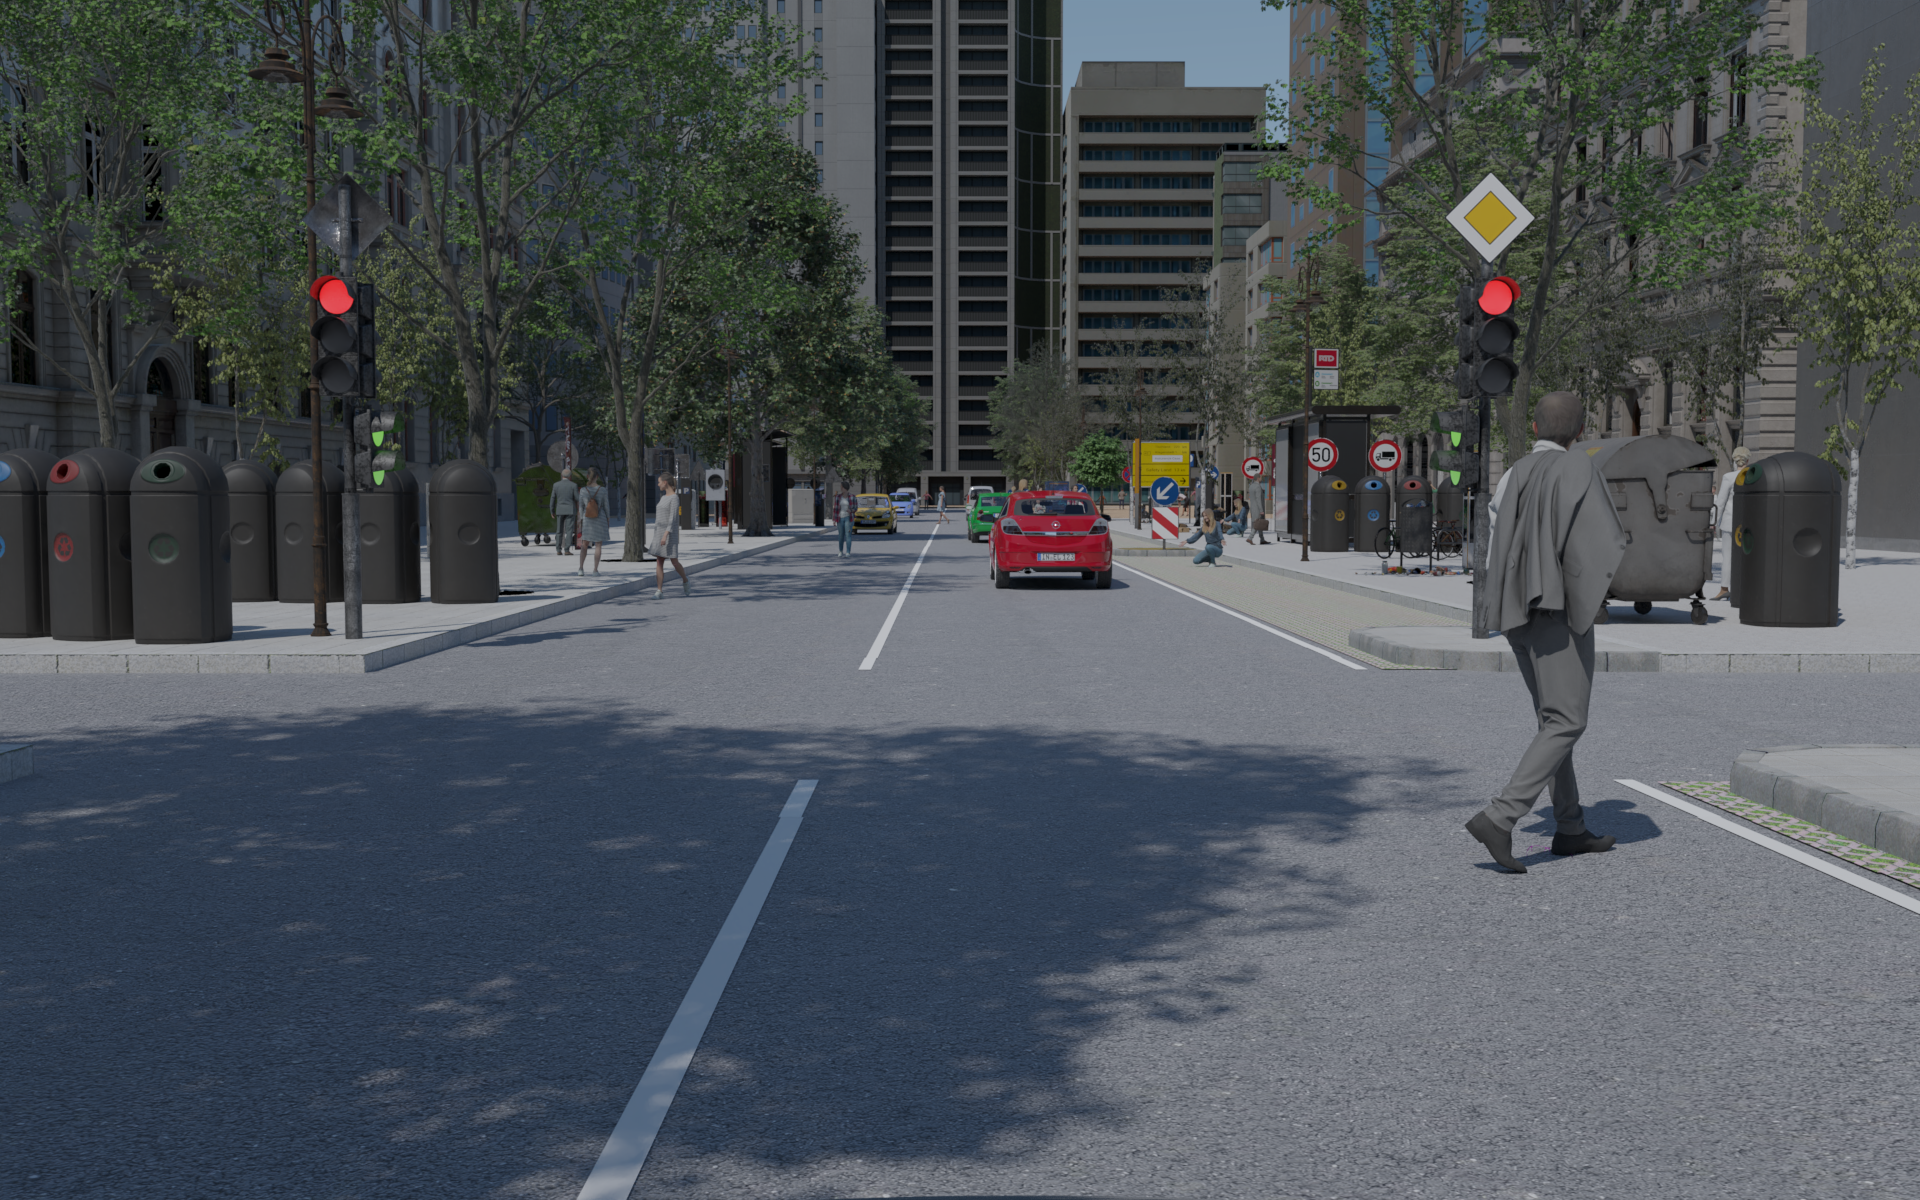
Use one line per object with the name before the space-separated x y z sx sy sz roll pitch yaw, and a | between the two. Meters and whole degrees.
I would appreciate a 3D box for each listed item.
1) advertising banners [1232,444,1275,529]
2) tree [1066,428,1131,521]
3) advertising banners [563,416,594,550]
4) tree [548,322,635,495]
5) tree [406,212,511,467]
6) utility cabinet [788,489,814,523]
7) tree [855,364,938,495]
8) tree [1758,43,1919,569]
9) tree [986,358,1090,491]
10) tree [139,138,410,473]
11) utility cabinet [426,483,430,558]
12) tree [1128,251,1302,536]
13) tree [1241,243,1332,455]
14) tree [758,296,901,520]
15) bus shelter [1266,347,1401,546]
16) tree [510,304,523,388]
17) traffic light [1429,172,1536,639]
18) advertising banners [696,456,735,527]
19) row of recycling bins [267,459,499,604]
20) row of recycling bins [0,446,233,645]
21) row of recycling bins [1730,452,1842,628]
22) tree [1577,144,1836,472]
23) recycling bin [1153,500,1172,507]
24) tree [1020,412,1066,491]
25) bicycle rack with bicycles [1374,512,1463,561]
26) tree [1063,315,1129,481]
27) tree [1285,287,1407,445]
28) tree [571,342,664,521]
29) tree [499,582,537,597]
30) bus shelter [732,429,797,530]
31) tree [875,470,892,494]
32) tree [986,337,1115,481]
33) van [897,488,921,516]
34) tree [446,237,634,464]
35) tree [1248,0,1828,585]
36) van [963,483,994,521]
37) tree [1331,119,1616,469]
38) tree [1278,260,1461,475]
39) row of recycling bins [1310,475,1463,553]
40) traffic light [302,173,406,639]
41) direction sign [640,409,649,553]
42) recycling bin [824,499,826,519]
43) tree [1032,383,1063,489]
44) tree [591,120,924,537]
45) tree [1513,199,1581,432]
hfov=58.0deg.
advertising banners | 10.336 -3.913 60.159 2.074 3.025 0.090 -1 4 -13
tree | 6.933 -6.137 84.060 4.285 4.588 4.351 0 3 0
advertising banners | -8.792 -2.673 39.897 0.090 3.025 2.074 0 4 5
tree | -15.137 -7.484 72.723 4.360 8.622 3.978 0 3 0
tree | -14.332 -5.650 42.732 4.737 8.622 4.395 0 3 0
utility cabinet | -6.909 -4.086 75.493 1.173 1.500 0.318 -3 5 -40
tree | -7.240 -15.971 167.779 9.857 13.997 8.962 0 3 0
tree | 15.455 -4.834 29.402 4.737 8.622 4.395 0 3 0
tree | 7.069 -15.613 161.928 9.857 13.997 8.962 0 3 0
tree | -14.885 -5.265 36.440 4.737 8.622 4.395 0 3 0
utility cabinet | -10.082 -1.551 34.031 0.318 1.500 1.173 -3 5 -41
tree | 7.763 -6.304 53.438 4.360 8.622 3.978 0 3 0
tree | 16.389 -9.784 78.089 7.486 12.596 7.792 0 3 0
tree | -7.003 -10.327 86.968 7.486 12.596 7.792 0 3 0
bus shelter | 9.355 -4.131 45.171 2.179 5.291 8.768 0 4 0
tree | -15.407 -6.236 52.316 4.737 8.622 4.395 0 3 0
traffic light | 4.608 -1.612 15.281 0.839 4.253 0.868 0 4 0
advertising banners | -9.322 -4.364 67.533 2.074 3.025 0.090 -2 4 -27
row of recycling bins | -7.209 -0.825 20.610 3.534 1.692 1.069 0 4 7
row of recycling bins | -8.077 -0.515 15.539 3.534 1.692 1.069 1 4 17
row of recycling bins | 8.666 -0.676 18.158 1.069 1.692 3.534 1 4 22
tree | 16.013 -5.247 36.158 4.360 8.622 3.978 0 3 0
recycling bin | 8.729 -3.801 74.705 0.722 1.027 0.722 0 3 0
tree | 6.879 -12.220 150.151 4.737 8.622 4.395 0 3 0
bicycle rack with bicycles | 9.533 -1.277 34.267 2.925 0.926 2.852 -1 4 -16
tree | 7.310 -7.409 71.495 4.360 8.622 3.978 0 3 0
tree | 13.941 -6.864 62.585 4.737 8.622 4.395 0 3 0
tree | -16.296 -8.047 81.928 4.737 8.622 4.395 0 3 0
tree | -6.131 -5.879 21.874 9.928 11.665 9.643 0 3 0
bus shelter | -7.269 -4.524 65.256 1.731 3.624 6.357 0 4 0
tree | -6.558 -11.711 141.838 4.360 8.622 3.978 0 3 0
tree | 7.094 -13.800 136.005 12.009 13.543 11.850 0 3 0
van | -3.578 -6.684 116.290 2.013 2.044 4.112 0 4 0
tree | -15.155 -7.839 62.580 7.601 10.594 8.767 0 4 1
tree | 7.697 -6.011 24.030 9.928 11.665 9.643 0 3 0
van | 1.165 -5.311 93.845 2.013 2.044 4.112 0 4 1
tree | 15.883 -8.240 52.852 7.486 12.596 7.792 0 3 0
tree | 16.359 -8.270 69.628 7.601 10.594 8.767 0 4 -4
row of recycling bins | 9.531 -1.904 38.237 3.534 1.692 1.069 1 4 11
traffic light | -5.353 -1.609 15.227 0.839 4.253 0.868 0 4 0
direction sign | -6.949 -2.806 37.882 0.379 3.537 0.876 0 4 -6
recycling bin | -7.226 -4.615 88.017 0.722 1.027 0.722 1 4 20
tree | 6.619 -9.800 110.587 4.360 8.622 3.978 0 3 0
tree | -6.243 -8.268 52.197 9.611 12.733 9.660 0 3 0
tree | 15.285 -5.615 42.163 4.360 8.622 3.978 0 3 0
